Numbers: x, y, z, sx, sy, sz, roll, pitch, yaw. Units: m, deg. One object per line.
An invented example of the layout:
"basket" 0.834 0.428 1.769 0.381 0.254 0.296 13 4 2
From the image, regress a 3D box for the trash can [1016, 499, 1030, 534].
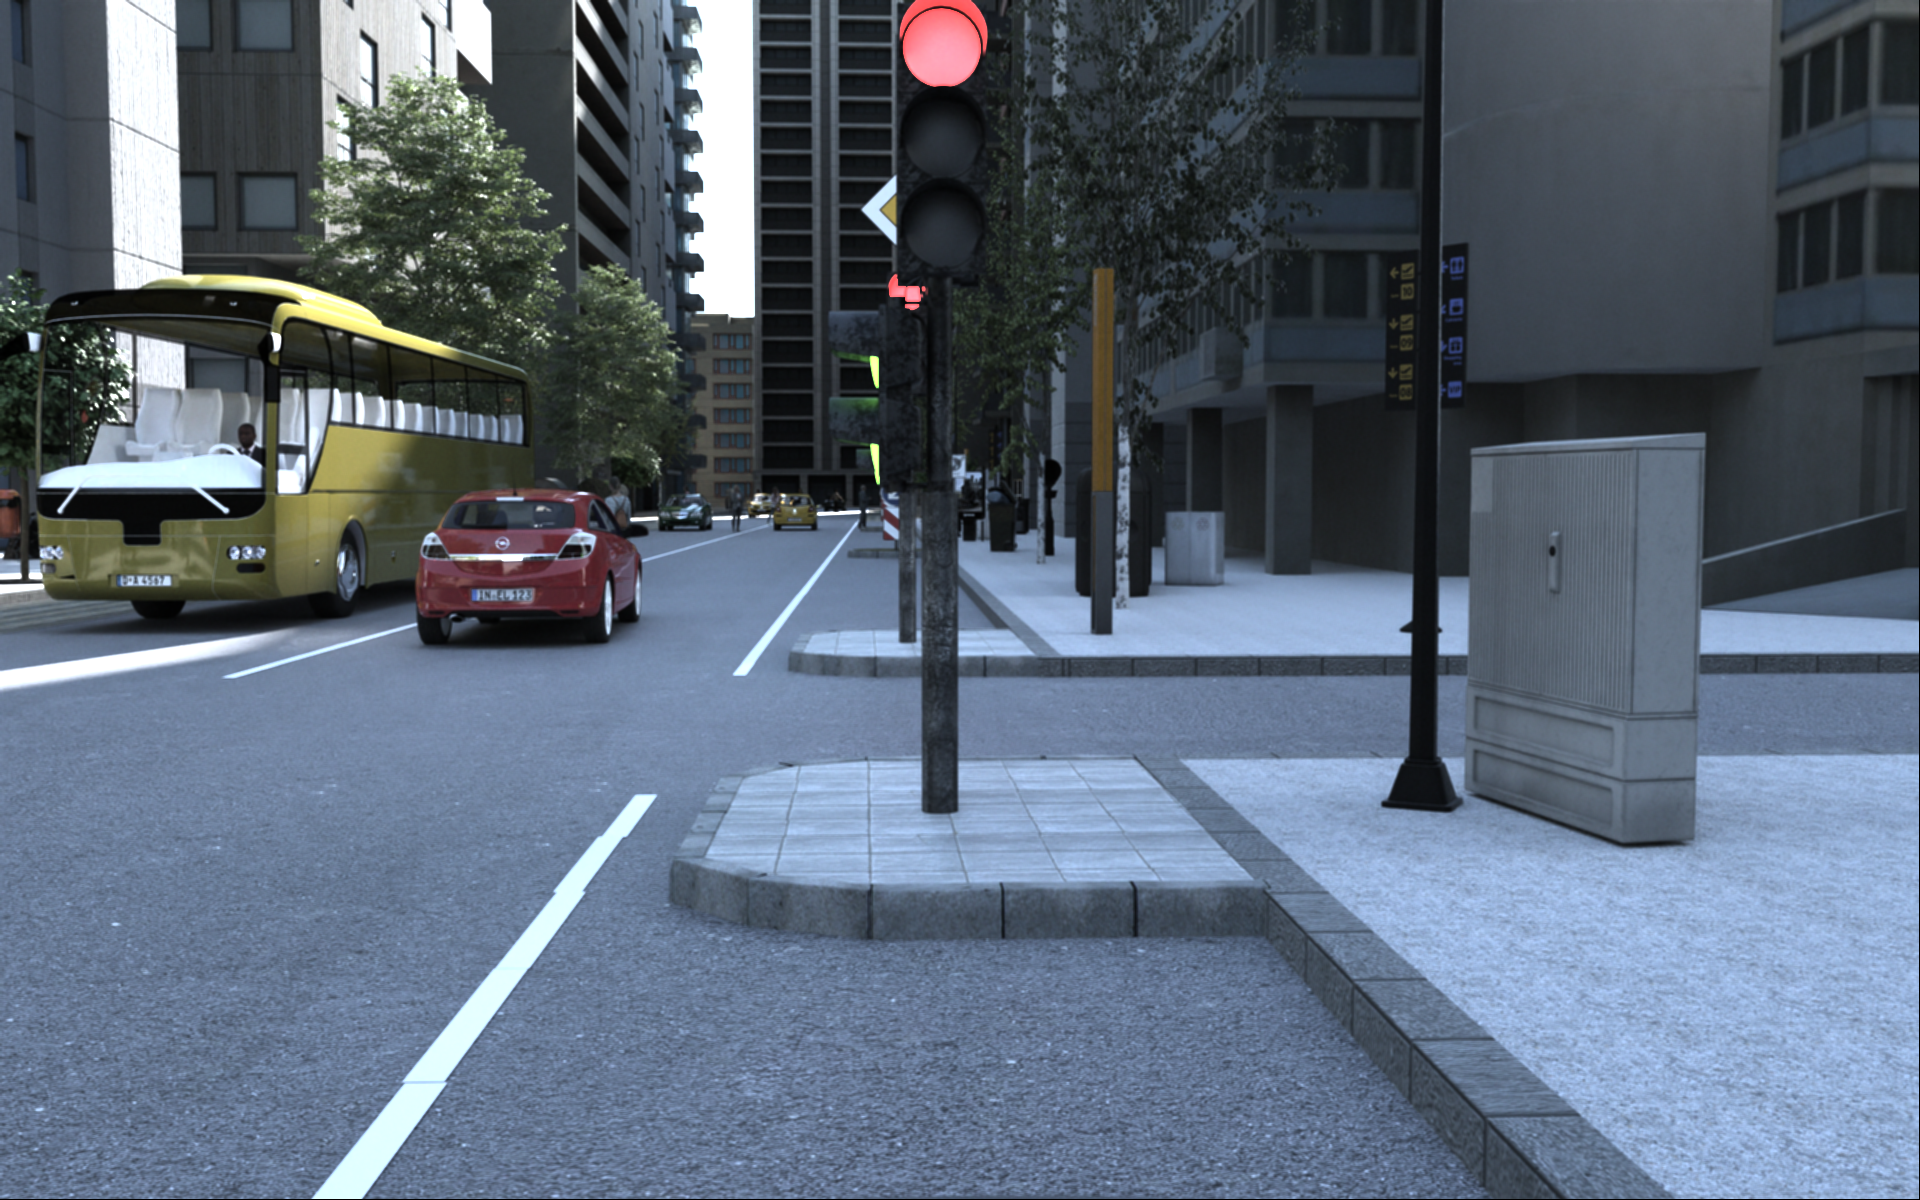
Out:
"trash can" 1.904 -2.671 55.332 0.748 1.137 0.748 0 3 0

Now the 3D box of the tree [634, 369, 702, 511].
"tree" -17.129 -9.150 99.960 4.737 8.622 4.395 0 3 0

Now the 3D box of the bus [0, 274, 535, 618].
"bus" -8.347 -1.939 23.256 2.896 3.916 12.252 0 4 -1

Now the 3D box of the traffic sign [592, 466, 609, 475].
"traffic sign" -16.209 -4.766 78.022 0.768 2.556 0.104 0 4 7

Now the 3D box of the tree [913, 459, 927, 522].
"tree" -1.448 -5.283 80.974 1.663 3.219 1.824 0 3 0

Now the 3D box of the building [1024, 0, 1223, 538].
"building" 12.900 -31.899 63.544 21.231 58.520 28.212 0 4 -3

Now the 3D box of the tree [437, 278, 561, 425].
"tree" -15.296 -6.493 56.519 4.737 8.622 4.395 0 3 0

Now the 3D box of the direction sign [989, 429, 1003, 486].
"direction sign" 1.244 -4.189 60.487 0.379 3.537 0.876 -2 4 -30

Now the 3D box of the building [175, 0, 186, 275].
"building" -33.486 -29.066 64.465 28.713 52.752 27.495 0 4 -3

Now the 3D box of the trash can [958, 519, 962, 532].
"trash can" -0.255 -2.719 56.115 0.748 1.137 0.748 0 3 0

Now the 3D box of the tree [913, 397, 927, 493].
"tree" -2.389 -9.376 103.667 4.360 8.622 3.978 0 3 0

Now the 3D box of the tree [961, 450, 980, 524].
"tree" 0.474 -4.921 75.054 1.663 3.219 1.824 0 3 0

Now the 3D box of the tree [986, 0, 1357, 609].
"tree" 2.054 -4.207 19.153 4.360 8.622 3.978 0 3 0

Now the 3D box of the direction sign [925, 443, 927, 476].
"direction sign" -1.244 -5.151 76.218 0.379 3.537 0.876 -3 4 -38

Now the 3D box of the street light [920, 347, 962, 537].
"street light" -0.669 -4.835 51.593 1.470 5.913 1.316 0 4 -3

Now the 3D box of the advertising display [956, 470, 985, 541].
"advertising display" 0.258 -2.573 47.285 0.974 1.923 0.123 2 4 34

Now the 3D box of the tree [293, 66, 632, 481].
"tree" -14.037 -7.855 46.564 7.486 12.596 7.792 0 3 0

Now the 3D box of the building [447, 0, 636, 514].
"building" -31.034 -29.076 99.094 21.300 48.544 21.600 0 4 -3

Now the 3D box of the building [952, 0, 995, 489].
"building" 8.941 -32.332 152.337 21.300 48.544 21.600 0 4 -3

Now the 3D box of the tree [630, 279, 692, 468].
"tree" -17.003 -10.234 85.450 7.486 12.596 7.792 0 3 0

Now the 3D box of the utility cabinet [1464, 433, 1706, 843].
"utility cabinet" 2.407 0.114 6.811 0.318 1.500 1.173 -1 4 -12

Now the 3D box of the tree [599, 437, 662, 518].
"tree" -17.779 -6.711 93.436 4.285 4.588 4.351 0 3 0

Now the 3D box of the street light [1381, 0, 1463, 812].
"street light" 1.369 -2.105 6.957 1.470 5.913 1.316 0 4 -3

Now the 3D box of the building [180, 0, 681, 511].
"building" -35.061 -32.665 123.306 28.713 52.752 27.495 0 4 -3

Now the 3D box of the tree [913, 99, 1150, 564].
"tree" 1.259 -4.978 31.750 4.737 8.622 4.395 0 3 0

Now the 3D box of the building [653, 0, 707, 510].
"building" -37.717 -32.363 148.741 30.456 49.044 23.786 0 4 -3

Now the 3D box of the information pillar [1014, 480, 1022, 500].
"information pillar" 2.957 -5.149 88.678 0.304 2.012 0.304 -3 5 -41

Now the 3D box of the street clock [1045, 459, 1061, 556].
"street clock" 1.863 -1.927 36.079 0.471 2.002 0.358 0 4 -4

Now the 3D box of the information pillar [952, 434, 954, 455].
"information pillar" -0.258 -4.615 66.812 0.183 3.616 0.504 1 4 8

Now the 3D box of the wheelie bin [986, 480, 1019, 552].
"wheelie bin" 0.947 -1.889 38.788 0.693 1.594 0.980 0 4 8

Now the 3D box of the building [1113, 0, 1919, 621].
"building" 15.890 -20.833 32.505 23.993 40.220 32.217 0 4 -3

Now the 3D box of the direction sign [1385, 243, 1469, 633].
"direction sign" 4.296 -1.470 16.033 0.379 3.537 0.876 -3 4 -39

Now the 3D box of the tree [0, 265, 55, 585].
"tree" -13.562 -2.522 24.952 4.285 4.588 4.351 0 3 0

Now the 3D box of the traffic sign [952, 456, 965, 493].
"traffic sign" -0.144 -2.634 45.202 0.606 2.300 0.079 0 4 3

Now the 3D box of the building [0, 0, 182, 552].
"building" -29.782 -29.764 28.636 21.231 58.520 28.212 0 4 -3
